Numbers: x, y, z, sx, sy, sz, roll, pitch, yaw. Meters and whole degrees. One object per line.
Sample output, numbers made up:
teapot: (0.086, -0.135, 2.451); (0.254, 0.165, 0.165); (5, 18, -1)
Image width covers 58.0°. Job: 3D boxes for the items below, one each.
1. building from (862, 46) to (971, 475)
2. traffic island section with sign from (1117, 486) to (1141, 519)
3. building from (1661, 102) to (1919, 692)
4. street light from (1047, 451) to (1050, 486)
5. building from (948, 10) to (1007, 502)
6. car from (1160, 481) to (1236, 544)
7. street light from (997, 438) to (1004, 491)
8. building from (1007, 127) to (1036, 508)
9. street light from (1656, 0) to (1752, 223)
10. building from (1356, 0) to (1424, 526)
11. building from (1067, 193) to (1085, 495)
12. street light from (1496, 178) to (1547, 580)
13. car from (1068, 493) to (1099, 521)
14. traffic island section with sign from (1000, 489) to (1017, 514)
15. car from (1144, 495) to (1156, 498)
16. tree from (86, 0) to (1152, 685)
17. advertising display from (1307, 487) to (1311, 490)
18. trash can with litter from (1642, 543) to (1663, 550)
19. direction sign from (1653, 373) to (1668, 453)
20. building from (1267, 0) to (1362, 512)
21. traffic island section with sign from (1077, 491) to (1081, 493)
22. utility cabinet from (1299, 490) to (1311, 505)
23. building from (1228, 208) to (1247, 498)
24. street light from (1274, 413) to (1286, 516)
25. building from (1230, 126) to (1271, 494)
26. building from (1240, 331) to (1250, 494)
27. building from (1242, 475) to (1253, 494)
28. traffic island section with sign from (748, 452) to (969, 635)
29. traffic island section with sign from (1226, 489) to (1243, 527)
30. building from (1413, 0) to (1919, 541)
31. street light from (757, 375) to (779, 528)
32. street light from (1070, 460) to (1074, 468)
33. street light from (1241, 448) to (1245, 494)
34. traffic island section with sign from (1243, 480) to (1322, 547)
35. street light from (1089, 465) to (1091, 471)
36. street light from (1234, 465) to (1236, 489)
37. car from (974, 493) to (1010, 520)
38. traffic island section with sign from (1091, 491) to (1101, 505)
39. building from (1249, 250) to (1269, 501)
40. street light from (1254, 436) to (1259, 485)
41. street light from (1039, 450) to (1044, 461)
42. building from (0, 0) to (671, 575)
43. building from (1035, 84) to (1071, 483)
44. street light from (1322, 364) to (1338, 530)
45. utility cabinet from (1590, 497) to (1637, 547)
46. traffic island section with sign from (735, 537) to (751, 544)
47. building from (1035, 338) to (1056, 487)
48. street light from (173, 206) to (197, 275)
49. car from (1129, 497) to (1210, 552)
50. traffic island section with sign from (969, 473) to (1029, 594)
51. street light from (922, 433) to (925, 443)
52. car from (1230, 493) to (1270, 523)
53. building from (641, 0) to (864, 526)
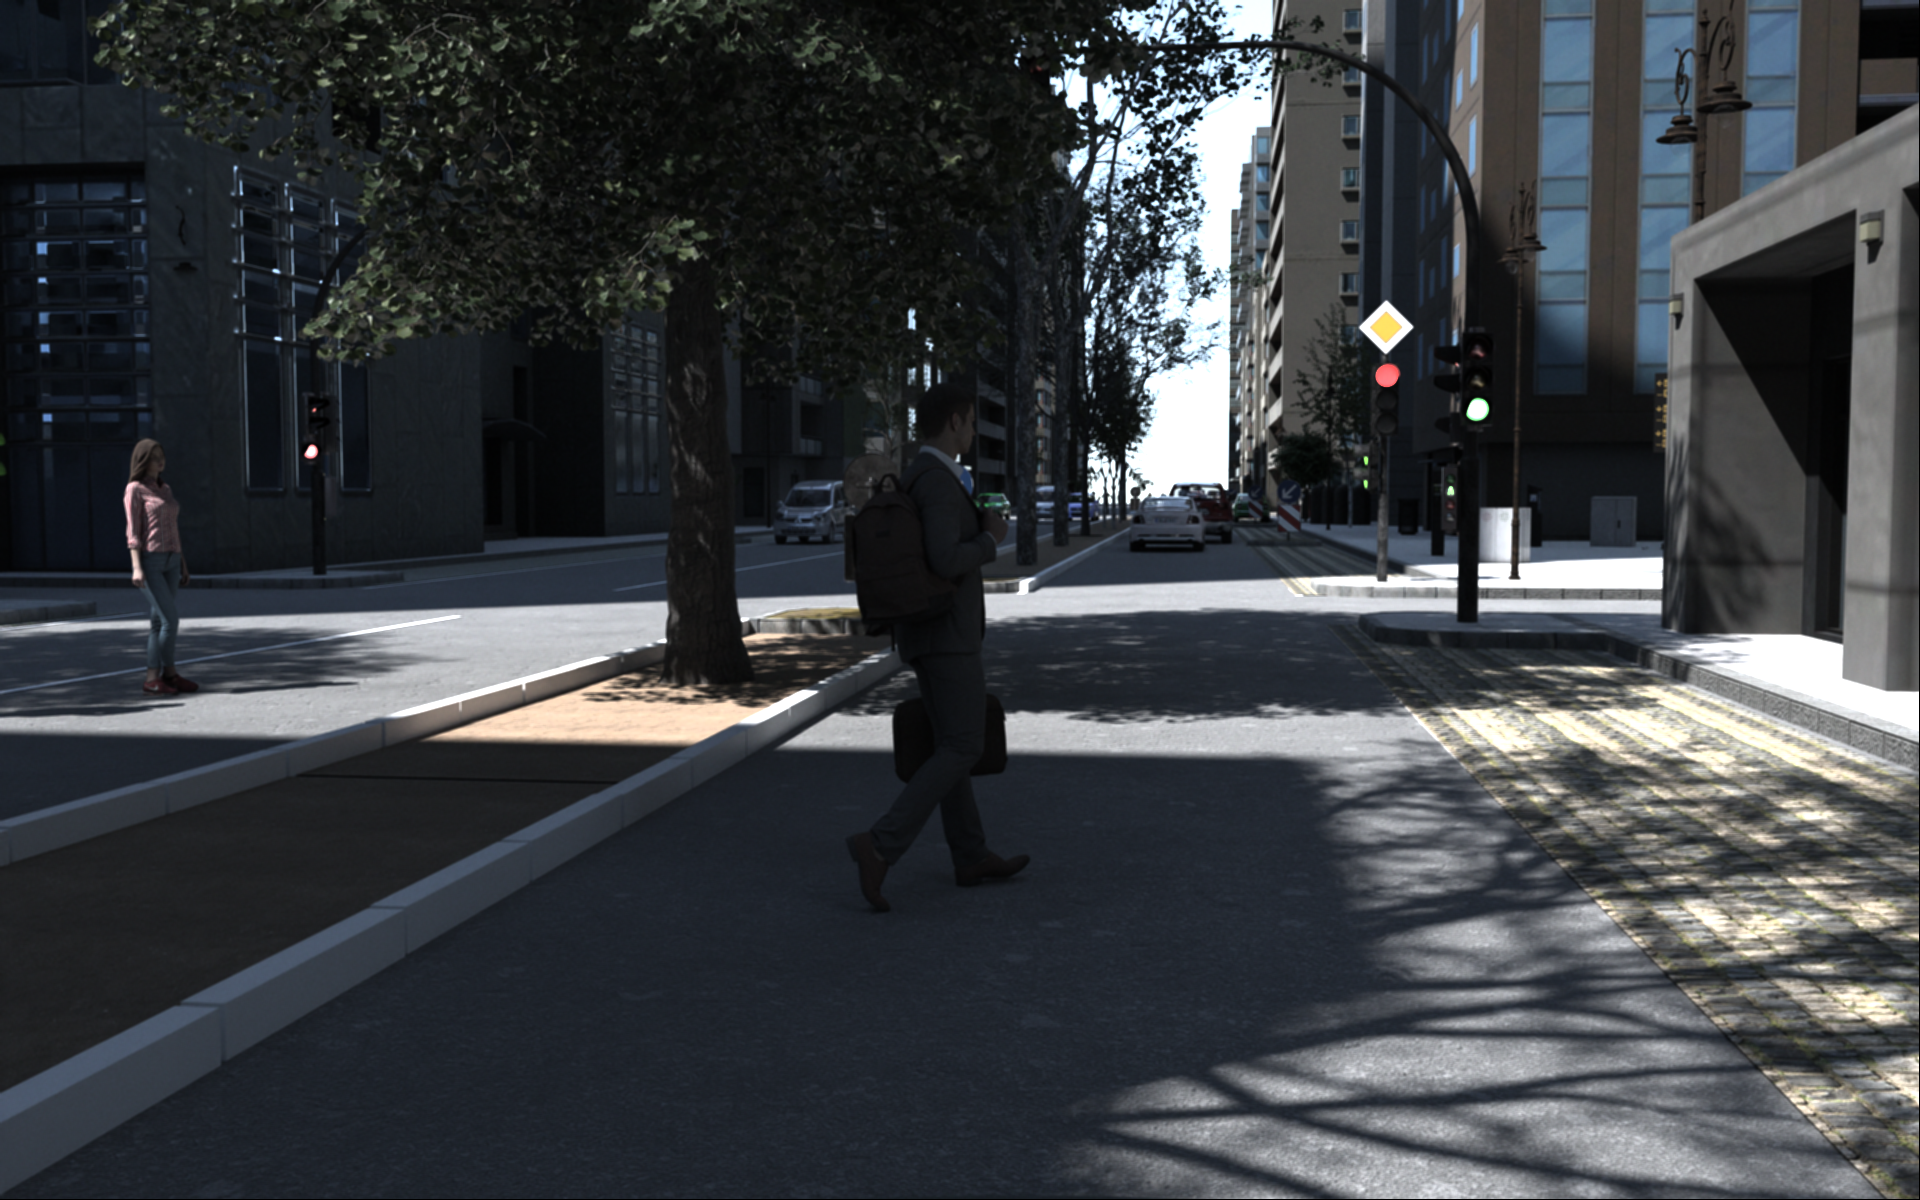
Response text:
building: (-12.103, -30.495, 118.205); (23.786, 49.044, 30.456); (0, 4, 8)
traffic island section with sign: (10.126, -5.635, 100.267); (2.006, 1.907, 1.989); (0, 4, 8)
building: (15.467, -34.537, 2.938); (20.563, 71.187, 20.611); (0, 4, 8)
street light: (9.517, -13.050, 186.155); (0.468, 5.910, 1.993); (0, 4, 8)
building: (-7.816, -31.845, 144.362); (21.300, 48.544, 21.600); (0, 4, 8)
car: (7.097, -2.633, 51.718); (2.281, 1.827, 5.304); (1, 4, 8)
street light: (3.259, -10.264, 140.609); (0.468, 5.910, 1.993); (0, 4, 8)
building: (-0.496, -29.302, 162.681); (14.154, 41.232, 14.086); (0, 4, 8)
street light: (7.083, -2.683, 16.648); (0.468, 5.910, 1.993); (0, 4, 8)
building: (29.445, -32.909, 80.056); (21.231, 58.520, 28.212); (0, 4, 8)
building: (10.533, -36.620, 248.840); (14.600, 45.320, 14.200); (0, 4, 8)
street light: (8.316, -3.242, 25.792); (0.468, 5.910, 1.993); (0, 4, 8)
car: (6.460, -5.056, 92.256); (1.945, 1.707, 3.694); (1, 4, 10)
traffic island section with sign: (3.267, -7.184, 126.087); (1.989, 1.847, 2.006); (0, 4, 8)
car: (27.363, -14.408, 248.157); (1.945, 1.354, 3.894); (1, 4, 8)
tree: (-1.931, -6.335, 12.693); (9.857, 13.997, 8.962); (0, 3, 0)
advertising display: (19.973, -5.760, 99.390); (0.123, 1.923, 0.974); (0, 4, 1)
trash can with litter: (16.749, -1.741, 39.527); (1.678, 1.210, 2.233); (-3, 5, -40)
direction sign: (13.403, -2.467, 32.326); (0.876, 3.537, 0.379); (2, 4, 29)
building: (30.887, -29.720, 109.626); (21.300, 48.544, 21.600); (0, 4, 8)
traffic island section with sign: (14.384, -12.155, 207.363); (1.989, 1.847, 2.006); (0, 4, 8)
utility cabinet: (19.587, -5.433, 97.504); (1.173, 1.500, 0.318); (2, 4, 27)
building: (45.713, -34.567, 248.763); (14.154, 41.232, 14.086); (0, 4, 8)
street light: (18.841, -7.936, 102.541); (0.468, 5.910, 1.993); (0, 4, 8)
building: (47.598, -37.078, 225.832); (23.786, 49.044, 30.456); (0, 4, 8)
building: (46.127, -21.465, 195.986); (27.650, 21.520, 28.899); (0, 4, 8)
building: (42.770, -28.657, 160.419); (32.217, 40.220, 23.993); (0, 4, 8)
traffic island section with sign: (-1.055, -0.633, 18.479); (2.006, 1.907, 1.989); (0, 4, 8)
traffic island section with sign: (12.613, -4.040, 74.679); (1.989, 1.847, 2.006); (0, 4, 8)
building: (21.878, -24.584, 52.068); (14.600, 45.320, 14.200); (0, 4, 8)
street light: (-7.238, -5.666, 65.424); (0.468, 5.910, 1.993); (0, 4, 8)
street light: (14.393, -15.263, 222.335); (0.468, 5.910, 1.993); (0, 4, 8)
street light: (30.134, -12.950, 184.515); (0.468, 5.910, 1.993); (0, 4, 8)
traffic island section with sign: (8.965, -2.406, 47.971); (1.989, 1.847, 2.006); (0, 4, 8)
street light: (19.396, -17.487, 258.695); (0.468, 5.910, 1.993); (0, 4, 8)
street light: (34.995, -15.163, 220.696); (0.468, 5.910, 1.993); (0, 4, 8)
car: (1.719, -5.349, 96.256); (1.959, 1.807, 4.718); (1, 4, 9)
traffic island section with sign: (18.124, -13.826, 234.689); (1.989, 1.847, 2.006); (0, 4, 8)
building: (37.280, -17.741, 135.097); (27.650, 21.520, 28.899); (0, 4, 8)
street light: (23.717, -10.149, 138.721); (0.468, 5.910, 1.993); (0, 4, 8)
street light: (8.277, -12.478, 176.801); (0.468, 5.910, 1.993); (0, 4, 8)
building: (-20.774, -44.586, 41.652); (22.319, 86.520, 31.000); (0, 4, 8)
building: (0.449, -39.128, 228.985); (28.713, 52.752, 27.495); (0, 4, 8)
street light: (13.213, -5.455, 61.969); (0.468, 5.910, 1.993); (0, 4, 8)
utility cabinet: (15.886, -1.894, 42.124); (1.020, 1.237, 0.306); (3, 5, 41)
traffic island section with sign: (-7.122, -2.534, 50.052); (1.989, 1.847, 2.006); (0, 4, 8)
building: (-2.729, -21.790, 201.302); (27.650, 21.520, 28.899); (0, 4, 8)
street light: (-12.067, -3.385, 28.133); (0.468, 5.910, 1.993); (0, 4, 8)
car: (5.373, -1.972, 44.612); (2.083, 1.381, 4.827); (1, 4, 9)
traffic island section with sign: (-0.042, -1.081, 25.817); (2.006, 1.907, 1.989); (0, 4, 8)
street light: (-1.777, -8.012, 103.778); (0.468, 5.910, 1.993); (0, 4, 8)
car: (14.687, -4.825, 87.678); (1.959, 1.807, 4.718); (0, 4, 6)
building: (-12.191, -23.794, 72.634); (14.154, 41.232, 14.086); (0, 4, 8)
